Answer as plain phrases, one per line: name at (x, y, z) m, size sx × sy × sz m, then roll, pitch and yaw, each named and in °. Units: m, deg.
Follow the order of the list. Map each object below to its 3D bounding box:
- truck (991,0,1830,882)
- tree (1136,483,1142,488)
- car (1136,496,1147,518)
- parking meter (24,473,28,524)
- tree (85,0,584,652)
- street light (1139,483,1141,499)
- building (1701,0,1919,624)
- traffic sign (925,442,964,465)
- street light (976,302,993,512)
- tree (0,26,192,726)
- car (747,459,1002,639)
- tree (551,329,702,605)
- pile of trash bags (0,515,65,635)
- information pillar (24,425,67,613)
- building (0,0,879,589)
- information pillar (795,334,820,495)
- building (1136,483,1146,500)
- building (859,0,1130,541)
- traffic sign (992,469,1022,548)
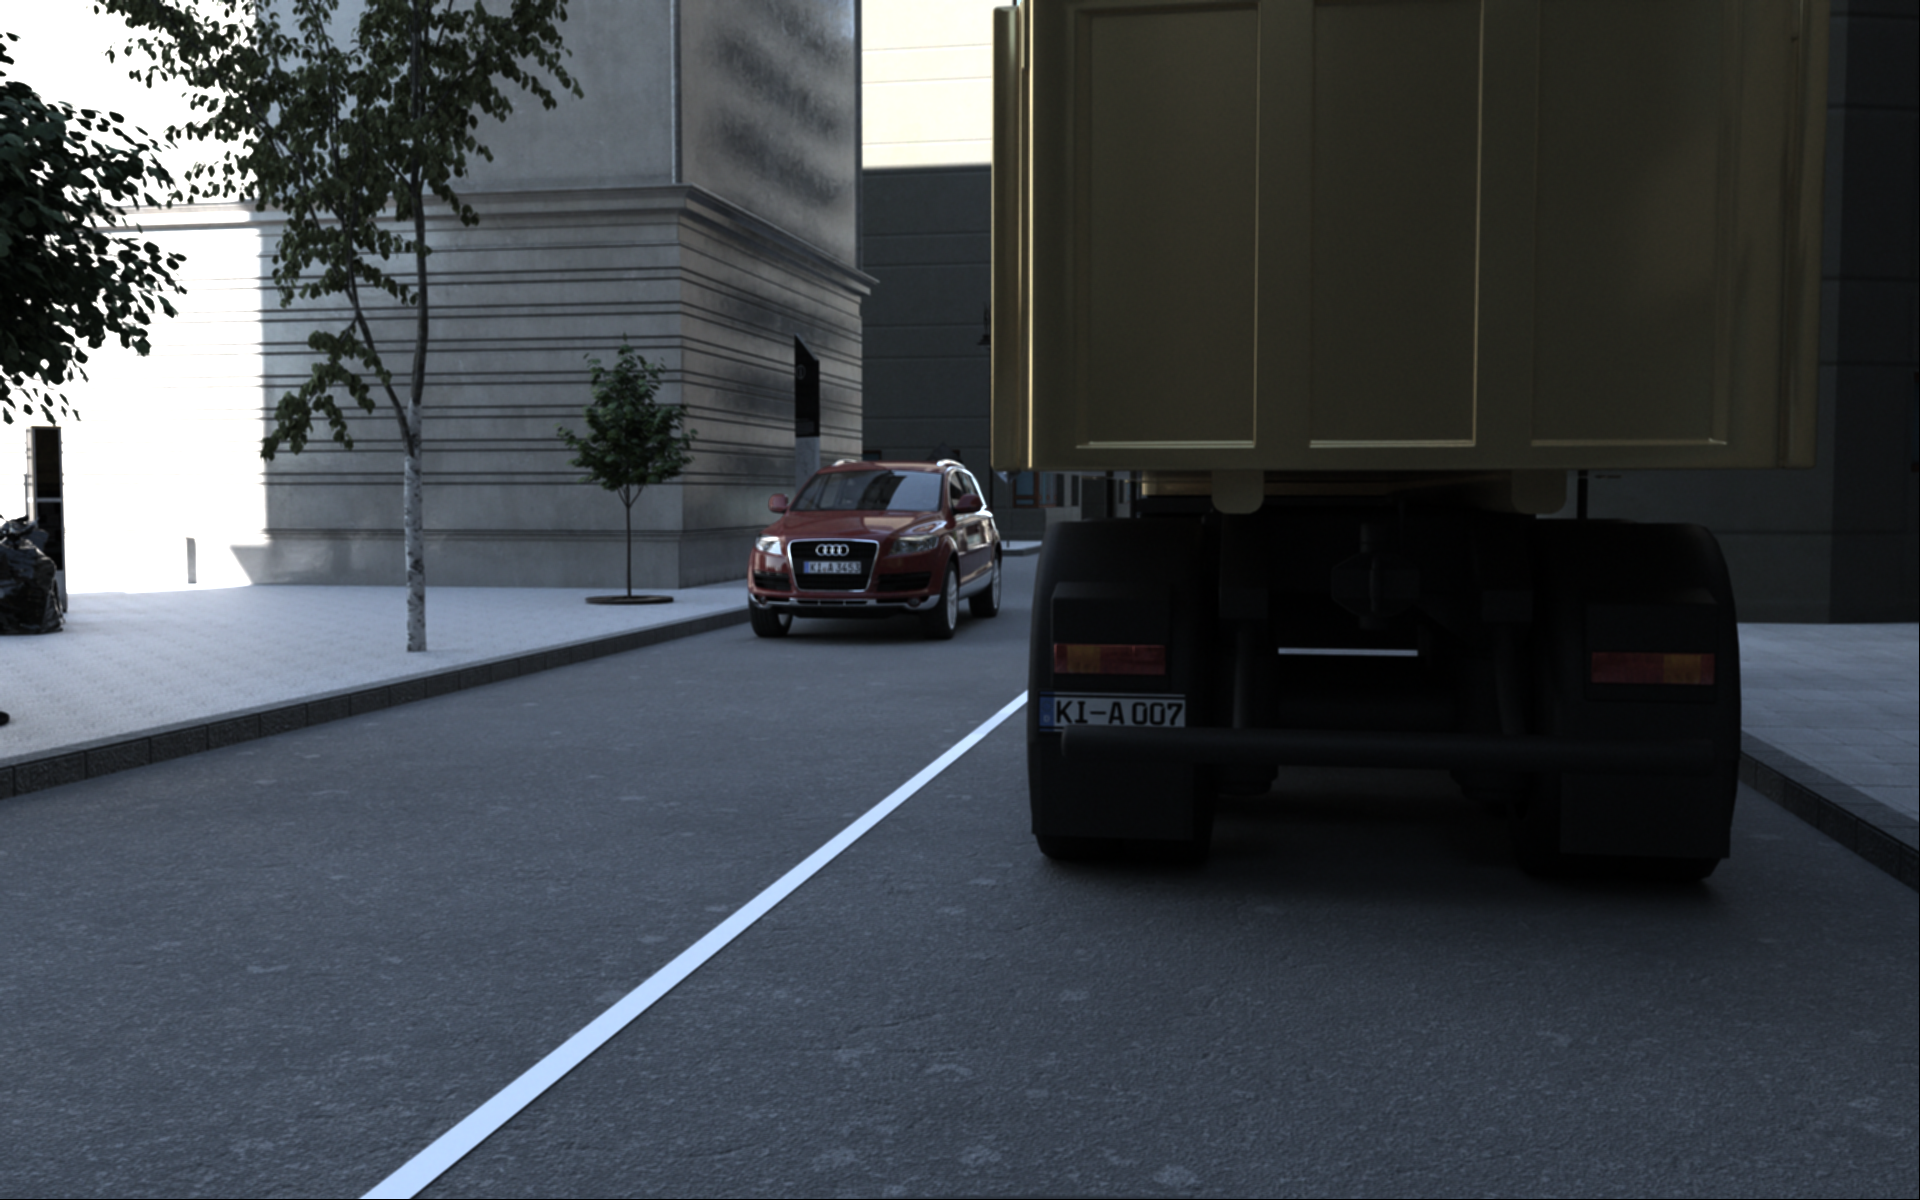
truck at (2.181, -0.871, 10.158) m, size 3.469 × 3.379 × 9.791 m, roll 1°, pitch 4°, yaw 10°
tree at (8.123, -7.926, 79.954) m, size 4.737 × 8.622 × 4.395 m, roll 0°, pitch 3°, yaw 0°
car at (7.545, -3.243, 65.033) m, size 2.014 × 1.417 × 4.499 m, roll 1°, pitch 4°, yaw 9°
parking meter at (-11.244, -0.785, 21.241) m, size 0.372 × 1.533 × 0.369 m, roll 0°, pitch 3°, yaw 0°
tree at (-4.685, -3.886, 13.900) m, size 4.737 × 8.622 × 4.395 m, roll 0°, pitch 3°, yaw 0°
street light at (8.696, -6.775, 83.556) m, size 0.468 × 5.910 × 1.993 m, roll 1°, pitch 4°, yaw 11°
building at (18.427, -10.029, 9.020) m, size 27.650 × 21.520 × 28.899 m, roll 1°, pitch 4°, yaw 11°
traffic sign at (-0.326, -1.823, 33.450) m, size 0.795 × 2.450 × 0.064 m, roll 1°, pitch 4°, yaw 11°
street light at (0.749, -4.207, 41.575) m, size 0.468 × 5.910 × 1.993 m, roll 1°, pitch 4°, yaw 11°
tree at (-6.091, -1.566, 9.313) m, size 4.285 × 4.588 × 4.351 m, roll 0°, pitch 3°, yaw 0°
car at (-0.794, -0.625, 18.899) m, size 2.281 × 1.827 × 5.304 m, roll 1°, pitch 4°, yaw 9°
tree at (-4.023, -1.576, 20.370) m, size 1.663 × 3.219 × 1.824 m, roll 0°, pitch 3°, yaw 0°
pile of trash bags at (-10.176, -0.392, 16.160) m, size 3.447 × 1.369 × 1.912 m, roll -1°, pitch 4°, yaw -13°
information pillar at (-9.869, -0.869, 18.703) m, size 0.304 × 2.012 × 0.304 m, roll -3°, pitch 5°, yaw -40°
building at (-12.432, -11.812, 29.285) m, size 21.152 × 22.565 × 11.583 m, roll 1°, pitch 4°, yaw 11°
information pillar at (-2.233, -2.074, 25.259) m, size 0.183 × 3.616 × 0.504 m, roll -3°, pitch 5°, yaw -43°
building at (0.171, -33.989, 97.722) m, size 21.231 × 58.520 × 28.212 m, roll 1°, pitch 4°, yaw 11°
building at (-8.590, -13.353, 63.368) m, size 27.650 × 21.520 × 28.899 m, roll 1°, pitch 4°, yaw 11°
traffic sign at (1.149, -2.303, 41.298) m, size 0.795 × 2.450 × 0.064 m, roll 1°, pitch 4°, yaw 11°
